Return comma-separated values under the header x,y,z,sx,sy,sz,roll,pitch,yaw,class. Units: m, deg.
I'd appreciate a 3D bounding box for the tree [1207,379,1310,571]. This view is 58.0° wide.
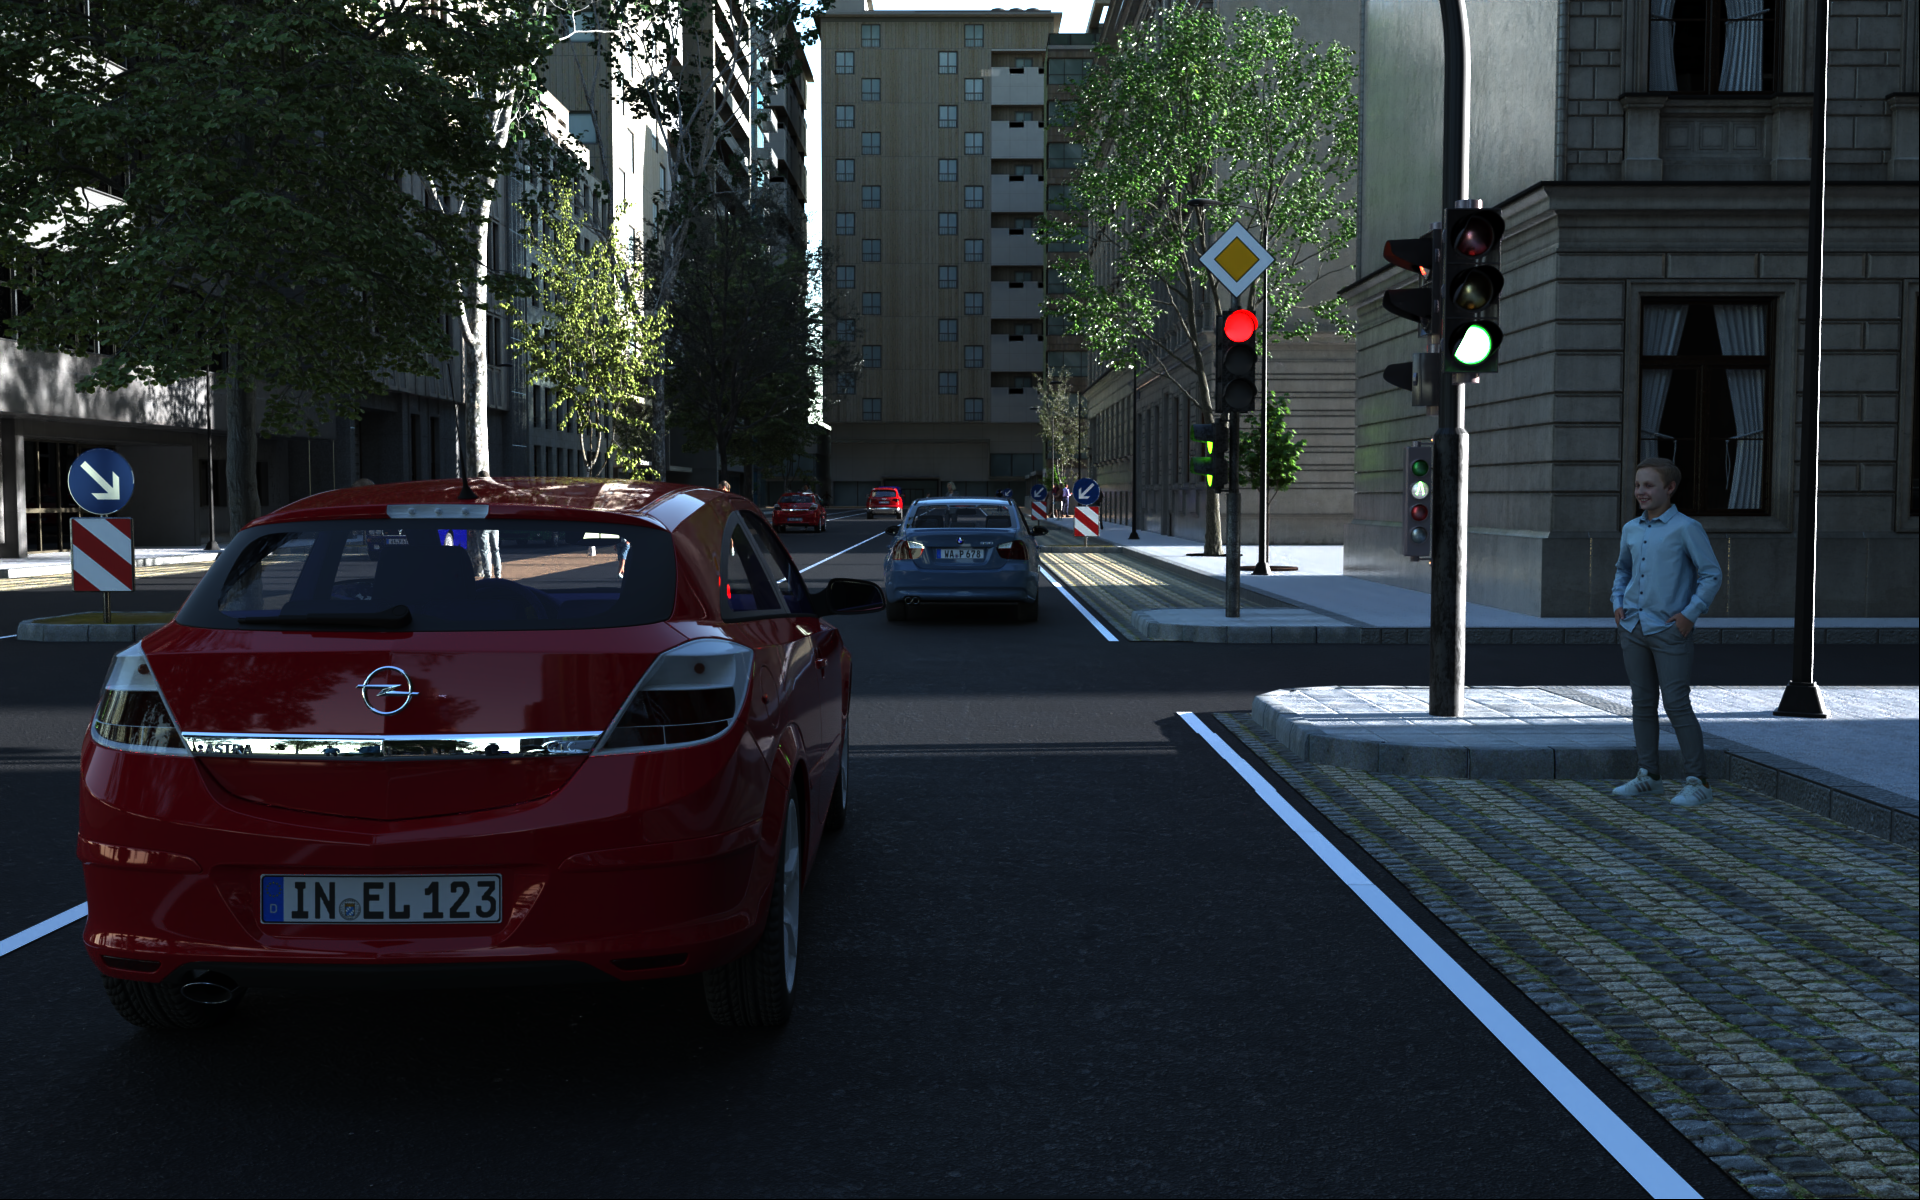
x,y,z,sx,sy,sz,roll,pitch,yaw,class
5.234,-2.122,29.300,1.663,3.219,1.824,0,3,0,tree

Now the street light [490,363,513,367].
x,y,z,sx,sy,sz,roll,pitch,yaw,class
-16.596,-5.454,61.708,1.470,5.913,1.316,0,4,0,street light

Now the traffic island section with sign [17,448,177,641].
x,y,z,sx,sy,sz,roll,pitch,yaw,class
-8.483,-0.589,17.771,2.006,1.907,1.989,0,4,0,traffic island section with sign

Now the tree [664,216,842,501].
x,y,z,sx,sy,sz,roll,pitch,yaw,class
-8.701,-9.153,70.242,7.486,12.596,7.792,0,3,0,tree

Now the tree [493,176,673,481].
x,y,z,sx,sy,sz,roll,pitch,yaw,class
-8.437,-5.295,39.387,4.737,8.622,4.395,0,3,0,tree

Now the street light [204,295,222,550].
x,y,z,sx,sy,sz,roll,pitch,yaw,class
-16.614,-4.098,39.548,1.470,5.913,1.316,0,4,0,street light

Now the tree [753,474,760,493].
x,y,z,sx,sy,sz,roll,pitch,yaw,class
-17.416,-9.139,144.027,1.663,3.219,1.824,0,3,0,tree

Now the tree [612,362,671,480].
x,y,z,sx,sy,sz,roll,pitch,yaw,class
-17.119,-8.573,90.531,4.360,8.622,3.978,0,3,0,tree

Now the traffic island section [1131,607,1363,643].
x,y,z,sx,sy,sz,roll,pitch,yaw,class
2.867,0.257,18.075,2.009,0.180,2.903,0,4,0,traffic island section

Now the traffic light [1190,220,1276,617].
x,y,z,sx,sy,sz,roll,pitch,yaw,class
2.827,-1.776,17.961,0.839,4.253,0.868,0,4,0,traffic light

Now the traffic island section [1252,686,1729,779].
x,y,z,sx,sy,sz,roll,pitch,yaw,class
2.842,0.746,10.090,2.009,0.180,2.903,0,4,0,traffic island section

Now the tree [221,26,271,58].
x,y,z,sx,sy,sz,roll,pitch,yaw,class
-9.552,-10.516,30.281,12.611,20.169,13.585,0,3,0,tree

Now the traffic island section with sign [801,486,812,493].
x,y,z,sx,sy,sz,roll,pitch,yaw,class
-8.262,-5.185,92.909,2.006,1.907,1.989,0,4,0,traffic island section with sign

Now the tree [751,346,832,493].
x,y,z,sx,sy,sz,roll,pitch,yaw,class
-7.674,-7.568,76.558,4.737,8.622,4.395,0,3,0,tree

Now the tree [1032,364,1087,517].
x,y,z,sx,sy,sz,roll,pitch,yaw,class
5.823,-8.998,97.486,4.360,8.622,3.978,0,3,0,tree

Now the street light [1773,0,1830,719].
x,y,z,sx,sy,sz,roll,pitch,yaw,class
4.353,-2.285,9.901,1.470,5.913,1.316,0,4,0,street light

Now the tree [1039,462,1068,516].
x,y,z,sx,sy,sz,roll,pitch,yaw,class
5.619,-6.652,103.358,1.663,3.219,1.824,0,3,0,tree

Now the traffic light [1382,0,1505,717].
x,y,z,sx,sy,sz,roll,pitch,yaw,class
0.710,-2.151,9.841,4.771,5.953,1.251,0,4,0,traffic light

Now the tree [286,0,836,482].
x,y,z,sx,sy,sz,roll,pitch,yaw,class
-9.465,-11.587,47.796,12.611,20.169,13.585,0,3,0,tree

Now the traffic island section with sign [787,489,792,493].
x,y,z,sx,sy,sz,roll,pitch,yaw,class
-14.545,-8.473,147.161,1.989,1.847,2.006,0,4,0,traffic island section with sign

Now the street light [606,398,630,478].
x,y,z,sx,sy,sz,roll,pitch,yaw,class
-16.494,-6.797,83.677,1.470,5.913,1.316,0,4,0,street light

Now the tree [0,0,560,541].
x,y,z,sx,sy,sz,roll,pitch,yaw,class
-8.414,-6.091,20.171,7.486,12.596,7.792,0,3,0,tree

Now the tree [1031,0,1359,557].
x,y,z,sx,sy,sz,roll,pitch,yaw,class
5.315,-6.721,35.643,9.928,11.665,9.643,0,3,0,tree

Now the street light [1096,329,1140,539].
x,y,z,sx,sy,sz,roll,pitch,yaw,class
4.402,-4.678,49.021,1.470,5.913,1.316,0,4,0,street light

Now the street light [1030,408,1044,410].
x,y,z,sx,sy,sz,roll,pitch,yaw,class
4.433,-7.369,93.023,1.470,5.913,1.316,0,4,0,street light

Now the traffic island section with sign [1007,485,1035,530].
x,y,z,sx,sy,sz,roll,pitch,yaw,class
3.032,-3.731,69.629,1.989,1.847,2.006,0,4,0,traffic island section with sign

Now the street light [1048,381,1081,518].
x,y,z,sx,sy,sz,roll,pitch,yaw,class
4.381,-6.045,71.370,1.470,5.913,1.316,0,4,0,street light

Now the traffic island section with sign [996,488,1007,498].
x,y,z,sx,sy,sz,roll,pitch,yaw,class
3.263,-8.450,146.784,1.989,1.847,2.006,0,4,0,traffic island section with sign

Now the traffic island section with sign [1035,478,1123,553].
x,y,z,sx,sy,sz,roll,pitch,yaw,class
2.948,-2.082,42.674,1.989,1.847,2.006,0,4,0,traffic island section with sign

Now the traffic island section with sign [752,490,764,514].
x,y,z,sx,sy,sz,roll,pitch,yaw,class
-14.640,-6.824,120.206,1.989,1.847,2.006,0,4,0,traffic island section with sign

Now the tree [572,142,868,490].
x,y,z,sx,sy,sz,roll,pitch,yaw,class
-8.256,-9.025,60.382,12.009,13.543,11.850,0,3,0,tree

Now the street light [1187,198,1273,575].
x,y,z,sx,sy,sz,roll,pitch,yaw,class
4.263,-3.353,27.369,1.470,5.913,1.316,0,4,0,street light

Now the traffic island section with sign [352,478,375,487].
x,y,z,sx,sy,sz,roll,pitch,yaw,class
-14.875,-2.090,42.801,1.989,1.847,2.006,0,4,0,traffic island section with sign
